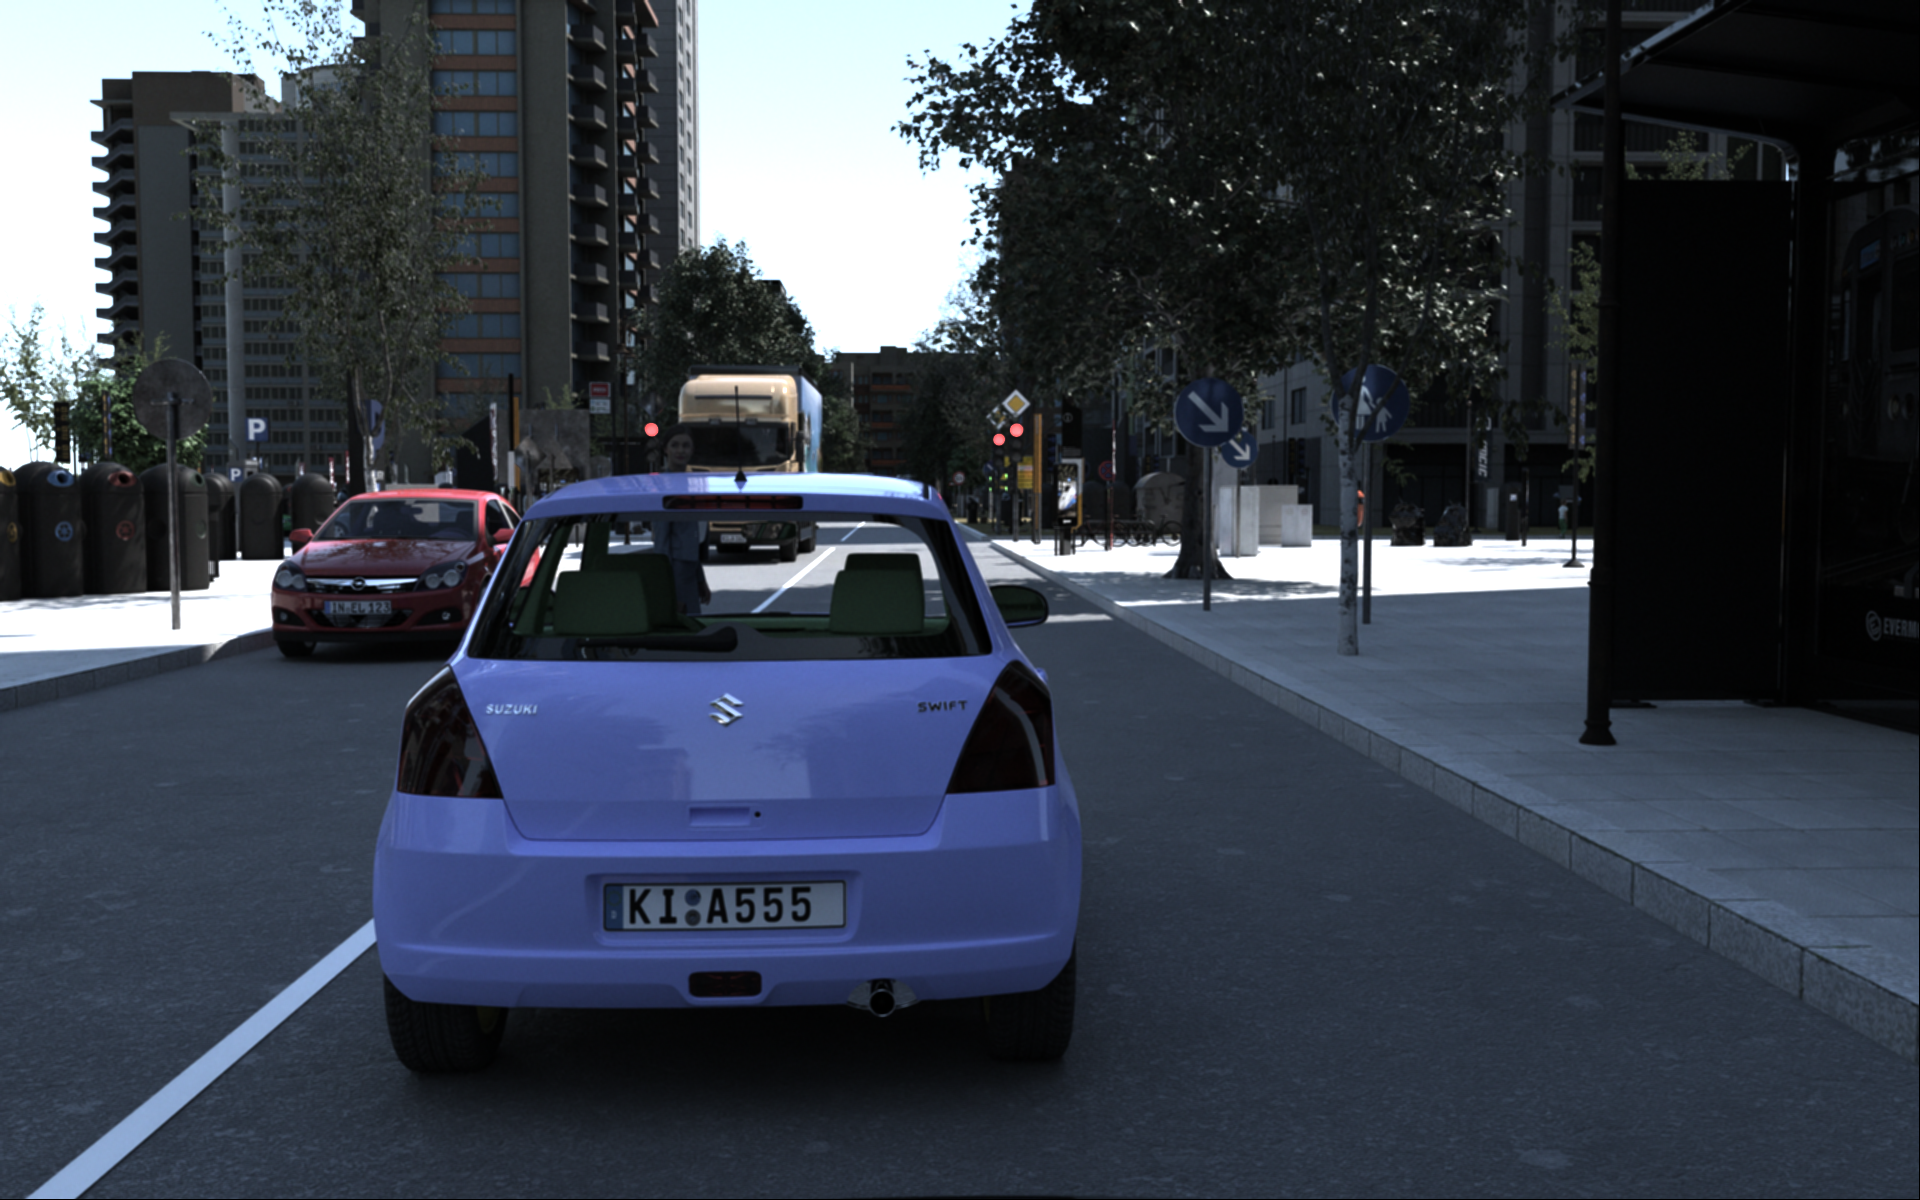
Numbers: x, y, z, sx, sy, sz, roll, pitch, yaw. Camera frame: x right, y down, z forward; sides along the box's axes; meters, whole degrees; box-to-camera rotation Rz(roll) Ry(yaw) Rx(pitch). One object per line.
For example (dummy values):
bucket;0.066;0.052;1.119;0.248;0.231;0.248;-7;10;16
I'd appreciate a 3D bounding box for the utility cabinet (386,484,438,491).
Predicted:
utility cabinet;-12.375;-1.857;39.047;1.173;1.500;0.318;-3;4;-38

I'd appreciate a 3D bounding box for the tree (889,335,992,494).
tree;-1.845;-21.068;200.347;12.611;20.169;13.585;0;3;0

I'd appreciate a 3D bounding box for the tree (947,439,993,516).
tree;0.703;-7.314;103.299;4.285;4.588;4.351;0;3;0

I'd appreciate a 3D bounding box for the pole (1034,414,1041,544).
pole;1.977;-3.080;44.194;0.158;3.312;0.155;0;3;0

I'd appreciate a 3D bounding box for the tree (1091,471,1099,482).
tree;9.208;-8.001;125.424;1.663;3.219;1.824;0;3;0

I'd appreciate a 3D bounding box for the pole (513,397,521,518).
pole;-9.355;-2.608;36.486;0.158;3.312;0.155;0;3;0

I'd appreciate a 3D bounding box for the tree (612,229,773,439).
tree;-10.542;-9.697;75.548;9.611;12.733;9.660;0;3;0

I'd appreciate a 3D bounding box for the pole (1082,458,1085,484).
pole;6.844;-6.288;96.659;0.158;3.312;0.155;0;3;0

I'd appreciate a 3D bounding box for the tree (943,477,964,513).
tree;-0.134;-7.677;120.118;1.663;3.219;1.824;0;3;0

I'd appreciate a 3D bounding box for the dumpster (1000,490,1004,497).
dumpster;3.599;-7.261;121.207;1.502;2.255;1.985;0;4;-2

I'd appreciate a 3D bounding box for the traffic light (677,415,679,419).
traffic light;-8.413;-3.982;54.018;0.839;4.253;0.868;0;4;-2

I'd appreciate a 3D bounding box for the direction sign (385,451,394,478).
direction sign;-29.873;-6.025;90.498;0.876;3.537;0.379;-1;4;-14

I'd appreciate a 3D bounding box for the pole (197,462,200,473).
pole;-47.584;-7.002;108.333;0.158;3.312;0.155;0;3;0

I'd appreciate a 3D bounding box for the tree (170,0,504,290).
tree;-7.774;-4.409;22.452;4.360;8.622;3.978;0;3;0

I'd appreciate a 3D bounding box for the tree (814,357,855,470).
tree;-11.827;-11.939;120.950;9.928;11.665;9.643;0;3;0

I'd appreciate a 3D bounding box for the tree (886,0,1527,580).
tree;3.693;-6.662;25.927;9.611;12.733;9.660;0;3;0

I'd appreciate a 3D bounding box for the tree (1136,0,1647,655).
tree;3.102;-3.852;13.343;4.360;8.622;3.978;0;3;0

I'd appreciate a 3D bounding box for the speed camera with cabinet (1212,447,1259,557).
speed camera with cabinet;5.707;-2.568;36.323;0.660;3.252;2.038;0;4;-8

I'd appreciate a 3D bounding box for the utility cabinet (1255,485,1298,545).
utility cabinet;7.808;-2.110;43.183;1.173;1.500;0.318;-1;4;-11

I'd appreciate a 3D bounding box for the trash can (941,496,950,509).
trash can;-1.055;-6.820;123.161;0.748;1.137;0.748;0;3;0

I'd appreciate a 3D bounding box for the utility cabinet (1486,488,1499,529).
utility cabinet;19.730;-3.370;63.784;0.318;1.500;1.173;3;4;36

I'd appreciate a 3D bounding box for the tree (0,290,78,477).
tree;-33.442;-6.885;62.926;4.737;8.622;4.395;0;3;0

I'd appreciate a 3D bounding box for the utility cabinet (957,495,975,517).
utility cabinet;0.355;-5.375;99.048;1.020;1.237;0.306;0;4;4

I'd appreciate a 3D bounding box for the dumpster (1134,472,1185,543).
dumpster;5.402;-2.489;46.450;1.264;1.857;1.865;0;4;-2

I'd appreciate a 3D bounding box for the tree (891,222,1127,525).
tree;2.380;-9.948;73.022;12.009;13.543;11.850;0;3;0

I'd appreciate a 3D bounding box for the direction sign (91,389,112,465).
direction sign;-18.604;-2.803;37.823;0.379;3.537;0.876;-1;4;-16

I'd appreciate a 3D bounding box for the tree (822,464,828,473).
tree;-12.318;-9.588;140.473;4.285;4.588;4.351;0;3;0

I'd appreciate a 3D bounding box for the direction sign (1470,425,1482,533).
direction sign;16.968;-3.965;56.831;0.876;3.537;0.379;-3;5;-45

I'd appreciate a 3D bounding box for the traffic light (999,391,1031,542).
traffic light;1.477;-3.515;46.397;0.839;4.253;0.868;0;4;-2

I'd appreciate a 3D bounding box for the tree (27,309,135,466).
tree;-34.452;-7.221;68.422;4.360;8.622;3.978;0;3;0

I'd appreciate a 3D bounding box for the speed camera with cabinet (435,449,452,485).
speed camera with cabinet;-21.271;-4.765;72.240;0.660;3.252;2.038;0;4;5

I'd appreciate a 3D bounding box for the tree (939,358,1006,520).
tree;1.359;-8.346;86.824;4.360;8.622;3.978;0;3;0

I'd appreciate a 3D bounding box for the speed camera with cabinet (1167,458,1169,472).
speed camera with cabinet;11.340;-6.174;95.286;0.660;3.252;2.038;2;4;31

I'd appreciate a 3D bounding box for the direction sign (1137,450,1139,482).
direction sign;9.192;-5.993;89.990;0.379;3.537;0.876;0;4;0

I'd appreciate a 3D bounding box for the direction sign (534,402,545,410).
direction sign;-10.425;-3.122;43.037;0.379;3.537;0.876;-2;4;-29

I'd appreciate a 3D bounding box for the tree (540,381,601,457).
tree;-26.142;-9.942;112.918;4.737;8.622;4.395;0;3;0

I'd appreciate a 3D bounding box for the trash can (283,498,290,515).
trash can;-24.695;-3.133;62.870;0.748;1.137;0.748;0;3;0

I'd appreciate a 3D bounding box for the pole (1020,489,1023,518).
pole;3.358;-6.103;93.620;0.158;3.312;0.155;0;3;0

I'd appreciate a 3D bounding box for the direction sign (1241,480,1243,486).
direction sign;6.435;-2.907;39.525;0.379;3.537;0.876;1;4;14

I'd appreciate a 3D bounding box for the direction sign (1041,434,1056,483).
direction sign;3.202;-4.497;65.518;0.876;3.537;0.379;1;4;15

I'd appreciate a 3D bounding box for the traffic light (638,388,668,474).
traffic light;-8.127;-3.493;46.038;0.839;4.253;0.868;0;4;-2

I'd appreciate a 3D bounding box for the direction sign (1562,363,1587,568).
direction sign;10.748;-2.338;30.229;0.379;3.537;0.876;3;4;37

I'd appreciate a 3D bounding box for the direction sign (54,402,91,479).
direction sign;-21.816;-3.101;42.705;0.876;3.537;0.379;-1;4;-9

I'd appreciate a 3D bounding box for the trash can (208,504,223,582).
trash can;-11.145;-0.833;25.269;0.748;1.137;0.748;0;3;0

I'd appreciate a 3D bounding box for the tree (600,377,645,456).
tree;-20.203;-9.540;106.338;4.360;8.622;3.978;0;3;0

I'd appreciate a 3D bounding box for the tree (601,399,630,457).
tree;-25.475;-10.769;126.440;4.737;8.622;4.395;0;3;0

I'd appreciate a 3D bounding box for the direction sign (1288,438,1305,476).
direction sign;13.560;-4.764;69.882;0.876;3.537;0.379;-2;4;-33

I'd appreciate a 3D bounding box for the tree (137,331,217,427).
tree;-35.617;-7.747;77.022;4.737;8.622;4.395;0;3;0

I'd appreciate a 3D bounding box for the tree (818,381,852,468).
tree;-11.749;-12.093;132.138;7.601;10.594;8.767;-1;4;-19

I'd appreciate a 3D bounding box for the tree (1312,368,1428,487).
tree;14.415;-6.752;60.756;4.737;8.622;4.395;0;3;0

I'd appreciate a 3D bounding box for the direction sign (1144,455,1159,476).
direction sign;11.041;-6.589;99.733;0.876;3.537;0.379;2;4;24

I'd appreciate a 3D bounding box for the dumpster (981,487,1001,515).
dumpster;1.972;-6.327;109.206;1.264;1.857;1.865;0;4;-2

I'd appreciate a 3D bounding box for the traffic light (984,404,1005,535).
traffic light;1.192;-4.003;54.377;0.839;4.253;0.868;0;4;-2
